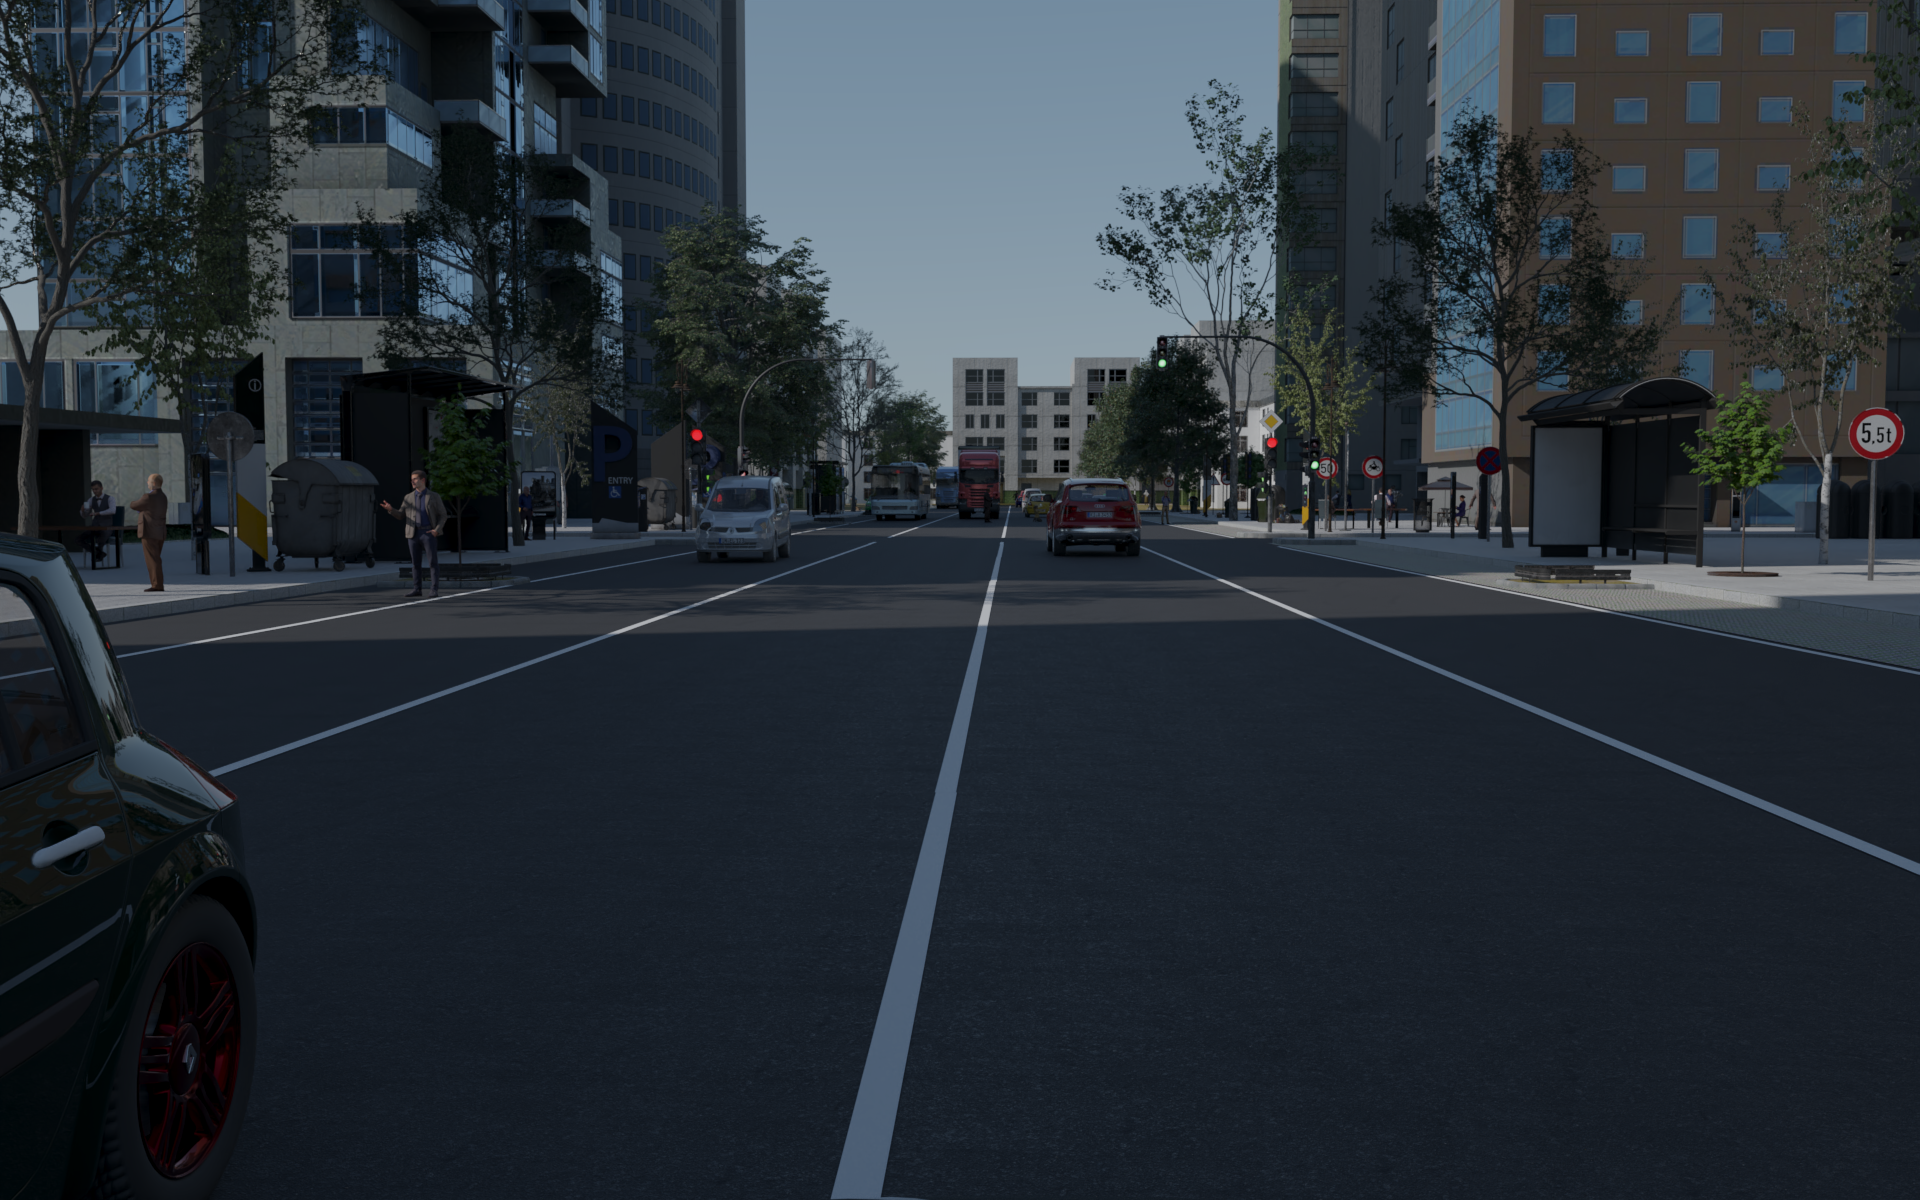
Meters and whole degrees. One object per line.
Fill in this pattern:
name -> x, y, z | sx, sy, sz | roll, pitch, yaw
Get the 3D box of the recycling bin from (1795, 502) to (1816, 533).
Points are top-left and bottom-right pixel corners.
recycling bin -> 28.384, -2.770, 57.836 | 0.722, 1.027, 0.722 | 0, 4, 4

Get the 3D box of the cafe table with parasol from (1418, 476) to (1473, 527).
cafe table with parasol -> 18.834, -3.815, 67.240 | 2.610, 1.966, 2.610 | -2, 4, -24

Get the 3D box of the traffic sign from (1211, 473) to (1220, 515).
traffic sign -> 15.480, -6.474, 105.861 | 0.884, 2.594, 0.081 | 1, 4, 10

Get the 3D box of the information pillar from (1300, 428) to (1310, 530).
information pillar -> 12.397, -4.300, 61.661 | 0.183, 3.616, 0.504 | -3, 4, -37

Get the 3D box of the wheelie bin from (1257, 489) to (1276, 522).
wheelie bin -> 13.874, -4.315, 78.456 | 0.693, 1.594, 0.980 | -2, 4, -31

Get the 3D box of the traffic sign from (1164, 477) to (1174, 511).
traffic sign -> 15.562, -7.892, 129.146 | 0.768, 2.556, 0.104 | 1, 4, 9

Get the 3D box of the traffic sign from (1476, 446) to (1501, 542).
traffic sign -> 14.199, -2.836, 46.478 | 0.768, 2.556, 0.104 | 0, 4, 2

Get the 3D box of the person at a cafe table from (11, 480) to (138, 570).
person at a cafe table -> -15.053, -1.306, 29.862 | 1.698, 1.524, 1.622 | 0, 4, 5

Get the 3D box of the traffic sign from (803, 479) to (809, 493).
traffic sign -> -10.025, -6.837, 113.920 | 0.606, 2.300, 0.079 | 0, 4, 5

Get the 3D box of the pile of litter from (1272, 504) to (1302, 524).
pile of litter -> 14.270, -3.778, 75.741 | 1.176, 0.858, 1.719 | -2, 4, -26

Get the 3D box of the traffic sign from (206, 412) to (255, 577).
traffic sign -> -11.300, -1.634, 26.824 | 0.768, 2.556, 0.104 | 0, 4, 3

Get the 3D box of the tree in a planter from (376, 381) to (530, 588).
tree in a planter -> -7.954, -1.849, 27.459 | 1.991, 3.239, 1.994 | 0, 4, 2

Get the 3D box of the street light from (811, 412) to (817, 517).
street light -> -8.149, -7.554, 96.294 | 0.468, 5.910, 1.993 | 0, 4, 2

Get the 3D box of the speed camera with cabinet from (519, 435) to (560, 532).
speed camera with cabinet -> -14.411, -3.944, 58.817 | 2.038, 3.252, 0.660 | 3, 5, 42

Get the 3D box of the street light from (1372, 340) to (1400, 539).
street light -> 12.071, -4.676, 49.248 | 0.468, 5.910, 1.993 | 0, 4, 2

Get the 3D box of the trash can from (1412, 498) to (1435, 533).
trash can -> 15.434, -2.820, 57.758 | 0.748, 1.137, 0.748 | 0, 3, 0

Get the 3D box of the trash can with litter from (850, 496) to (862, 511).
trash can with litter -> -7.992, -7.465, 133.445 | 1.055, 1.170, 0.624 | 2, 4, 33

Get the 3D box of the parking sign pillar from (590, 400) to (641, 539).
parking sign pillar -> -9.881, -3.736, 49.554 | 1.447, 3.967, 1.447 | -1, 4, -10

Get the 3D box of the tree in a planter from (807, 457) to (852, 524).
tree in a planter -> -6.245, -5.250, 83.065 | 1.991, 3.239, 1.994 | 0, 4, 2

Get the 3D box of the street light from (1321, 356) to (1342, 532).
street light -> 12.441, -5.216, 58.071 | 0.468, 5.910, 1.993 | 0, 4, 2

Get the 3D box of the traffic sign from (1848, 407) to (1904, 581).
traffic sign -> 13.489, -1.558, 25.579 | 0.768, 2.556, 0.104 | 1, 4, 9

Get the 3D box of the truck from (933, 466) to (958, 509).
truck -> -0.758, -11.298, 174.481 | 2.967, 4.110, 18.799 | 0, 4, 2

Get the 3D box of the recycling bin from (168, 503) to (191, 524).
recycling bin -> -22.922, -2.369, 51.280 | 0.722, 1.027, 0.722 | 3, 5, 42

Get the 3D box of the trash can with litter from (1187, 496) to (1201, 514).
trash can with litter -> 15.072, -6.114, 111.344 | 0.624, 1.170, 1.055 | 2, 4, 29

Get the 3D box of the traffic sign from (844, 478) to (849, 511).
traffic sign -> -8.814, -8.044, 131.621 | 0.768, 2.556, 0.104 | 0, 4, 4

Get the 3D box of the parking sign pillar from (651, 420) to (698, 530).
parking sign pillar -> -10.577, -4.571, 63.209 | 1.447, 3.967, 1.447 | 0, 4, 8

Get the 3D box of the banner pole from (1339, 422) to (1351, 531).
banner pole -> 13.409, -4.282, 60.035 | 0.401, 3.779, 0.863 | 0, 4, 6

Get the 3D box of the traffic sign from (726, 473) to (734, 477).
traffic sign -> -10.985, -4.983, 83.593 | 0.606, 2.300, 0.079 | 0, 4, 4

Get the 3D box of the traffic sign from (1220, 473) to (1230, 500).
traffic sign -> 15.883, -6.299, 103.092 | 0.768, 2.556, 0.104 | 1, 4, 9

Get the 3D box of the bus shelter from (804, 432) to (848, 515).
bus shelter -> -8.544, -8.046, 109.176 | 2.179, 5.291, 8.768 | 0, 4, 2

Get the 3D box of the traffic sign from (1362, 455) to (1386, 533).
traffic sign -> 13.629, -3.487, 57.115 | 0.768, 2.556, 0.104 | 0, 4, 3

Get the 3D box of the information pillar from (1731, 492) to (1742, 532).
information pillar -> 26.537, -3.345, 59.179 | 0.304, 2.012, 0.304 | 2, 4, 27

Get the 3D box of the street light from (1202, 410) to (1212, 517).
street light -> 13.552, -7.483, 95.129 | 0.468, 5.910, 1.993 | 0, 4, 2

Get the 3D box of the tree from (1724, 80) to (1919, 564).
tree -> 15.840, -4.975, 31.706 | 4.360, 8.622, 3.978 | 0, 3, 0

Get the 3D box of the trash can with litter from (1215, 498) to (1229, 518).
trash can with litter -> 14.240, -5.003, 93.186 | 1.055, 1.170, 0.624 | 1, 4, 18

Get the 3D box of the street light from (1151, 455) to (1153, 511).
street light -> 14.707, -9.759, 132.351 | 0.468, 5.910, 1.993 | 0, 4, 2

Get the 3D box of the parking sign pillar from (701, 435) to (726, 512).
parking sign pillar -> -9.775, -4.818, 67.252 | 1.447, 3.967, 1.447 | 1, 4, 11

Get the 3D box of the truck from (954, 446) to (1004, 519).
truck -> 1.147, -6.985, 103.112 | 2.839, 4.237, 11.283 | 0, 4, 1

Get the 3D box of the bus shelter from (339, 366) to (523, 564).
bus shelter -> -10.507, -2.670, 34.937 | 1.731, 3.624, 6.357 | 0, 4, 2

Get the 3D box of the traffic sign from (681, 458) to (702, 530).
traffic sign -> -9.561, -3.758, 61.548 | 0.768, 2.556, 0.104 | 0, 4, 7

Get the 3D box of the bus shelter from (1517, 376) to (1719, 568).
bus shelter -> 12.273, -2.366, 32.603 | 2.014, 3.302, 5.546 | 0, 4, 2

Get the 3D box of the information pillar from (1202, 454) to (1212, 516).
information pillar -> 14.482, -6.740, 101.557 | 0.504, 3.616, 0.183 | 0, 4, -2

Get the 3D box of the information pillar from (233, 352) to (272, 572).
information pillar -> -11.651, -2.270, 28.477 | 0.504, 3.616, 0.183 | -3, 5, -43

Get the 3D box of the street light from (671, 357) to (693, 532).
street light -> -9.358, -5.241, 58.483 | 0.468, 5.910, 1.993 | 0, 4, 2

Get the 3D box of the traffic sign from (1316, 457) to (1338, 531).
traffic sign -> 12.653, -3.653, 59.825 | 0.768, 2.556, 0.104 | 0, 4, 7
